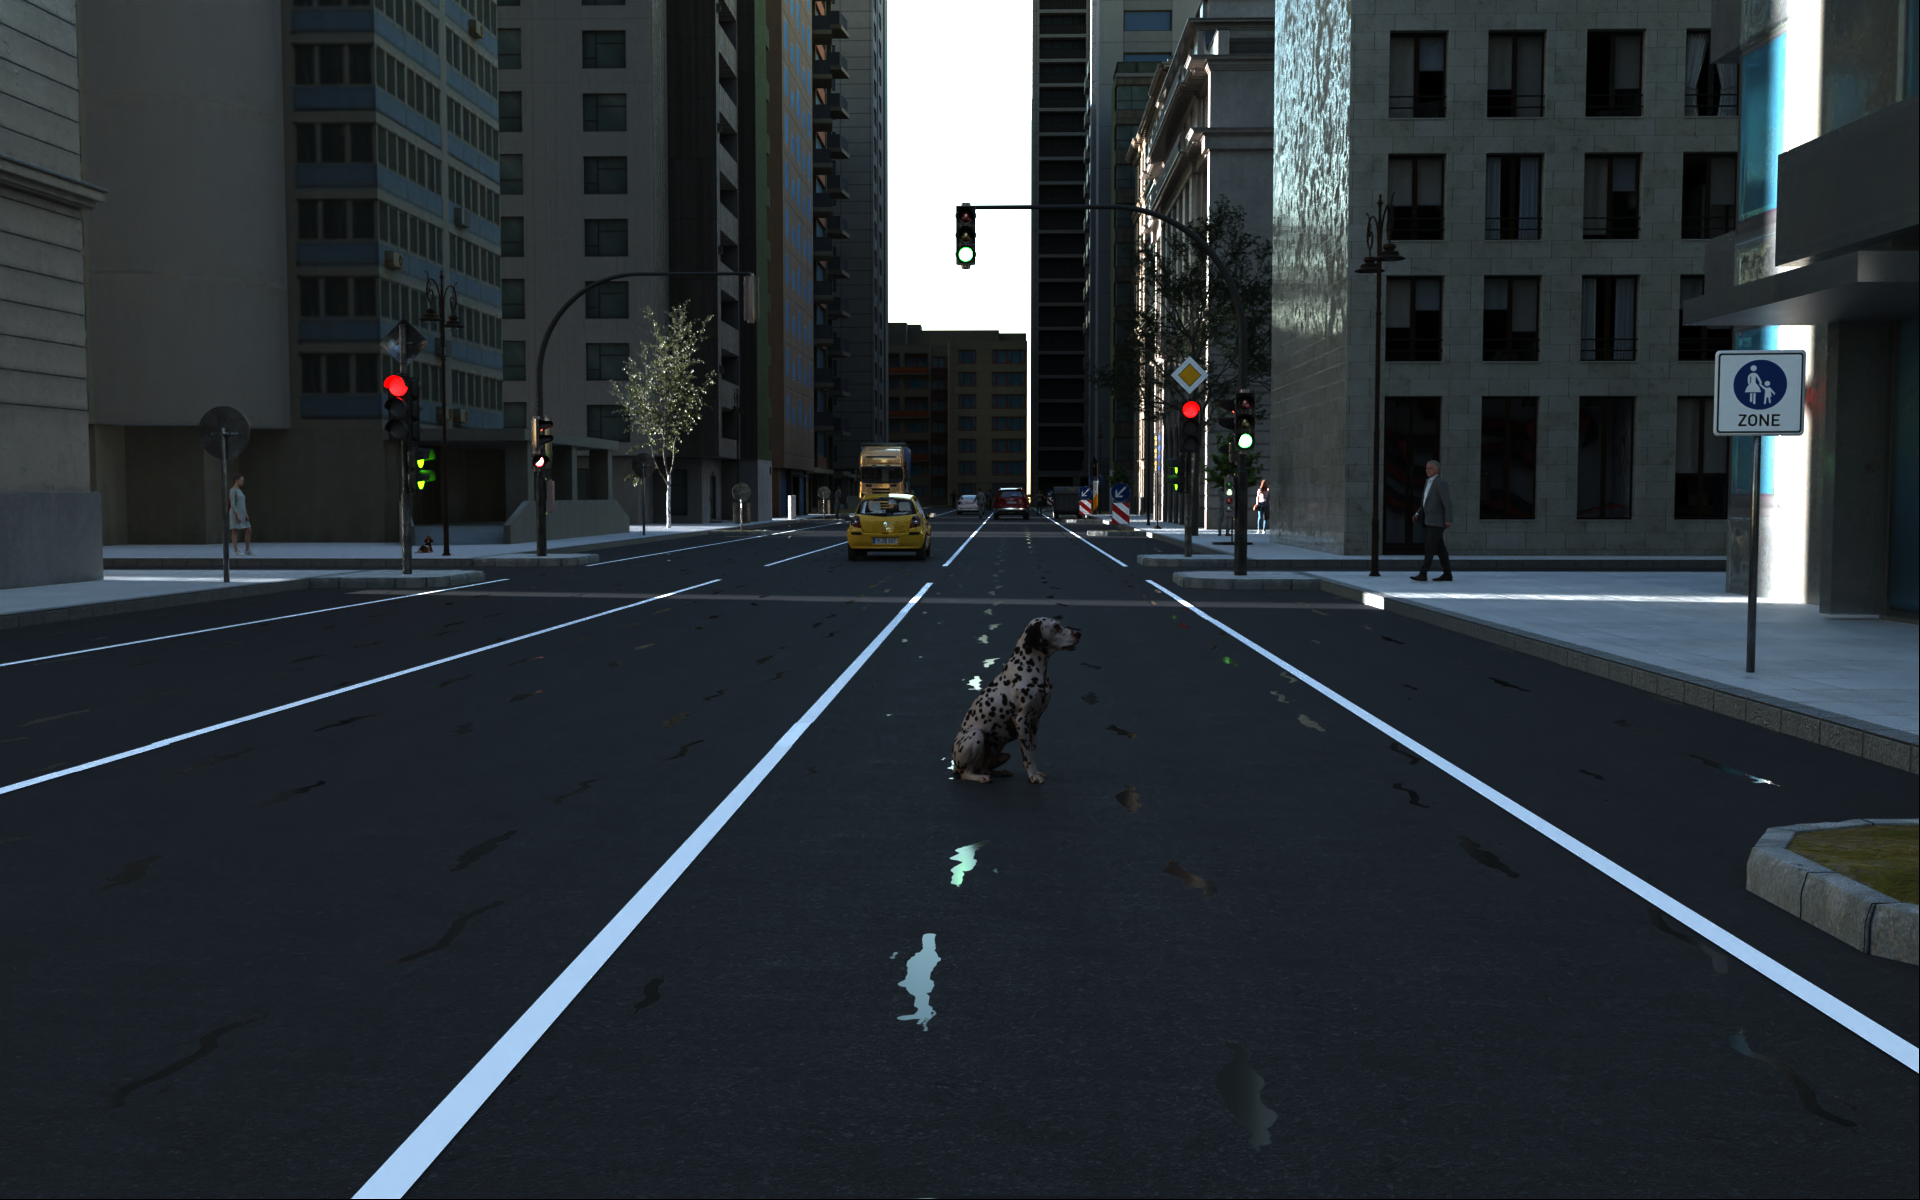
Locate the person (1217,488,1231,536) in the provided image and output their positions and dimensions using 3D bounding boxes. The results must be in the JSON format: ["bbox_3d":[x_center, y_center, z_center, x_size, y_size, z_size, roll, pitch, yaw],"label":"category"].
[{"bbox_3d":[8.166,-2.872,53.183,0.511,1.800,0.466,1,4,19],"label":"person"}]

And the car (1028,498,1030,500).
[{"bbox_3d":[5.115,-8.599,152.399,2.131,1.459,4.920,0,4,1],"label":"car"}]

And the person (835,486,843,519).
[{"bbox_3d":[-6.537,-5.212,93.519,0.447,1.846,0.655,-1,4,-13],"label":"person"}]

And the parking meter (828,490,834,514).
[{"bbox_3d":[-8.119,-6.168,109.259,0.372,1.533,0.369,0,3,0],"label":"parking meter"}]

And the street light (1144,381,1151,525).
[{"bbox_3d":[7.738,-6.005,70.965,0.468,5.910,1.993,0,4,2],"label":"street light"}]

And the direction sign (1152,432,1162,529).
[{"bbox_3d":[7.279,-4.395,63.858,0.379,3.537,0.876,-1,4,-9],"label":"direction sign"}]

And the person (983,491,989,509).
[{"bbox_3d":[2.386,-9.371,162.272,0.990,1.755,0.434,2,4,34],"label":"person"}]

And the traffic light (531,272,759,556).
[{"bbox_3d":[-6.522,-3.728,35.616,4.771,5.953,1.251,0,4,2],"label":"traffic light"}]

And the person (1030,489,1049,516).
[{"bbox_3d":[5.201,-6.378,113.497,1.217,1.735,0.721,0,4,3],"label":"person"}]

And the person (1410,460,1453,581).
[{"bbox_3d":[6.889,-1.158,25.381,0.834,1.777,0.661,-1,4,-21],"label":"person"}]

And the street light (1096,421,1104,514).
[{"bbox_3d":[8.895,-8.383,109.851,0.468,5.910,1.993,0,4,2],"label":"street light"}]

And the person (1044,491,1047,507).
[{"bbox_3d":[9.004,-10.563,181.924,1.217,1.735,0.721,0,4,0],"label":"person"}]

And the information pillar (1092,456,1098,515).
[{"bbox_3d":[8.360,-7.068,106.920,0.183,3.616,0.504,-2,4,-25],"label":"information pillar"}]

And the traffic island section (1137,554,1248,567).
[{"bbox_3d":[4.681,-0.802,35.387,2.009,0.180,2.903,0,4,2],"label":"traffic island section"}]

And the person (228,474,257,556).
[{"bbox_3d":[-14.937,-1.763,35.865,0.522,1.701,0.512,0,4,3],"label":"person"}]

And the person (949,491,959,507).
[{"bbox_3d":[-0.640,-10.896,186.667,1.348,1.821,0.705,3,4,38],"label":"person"}]

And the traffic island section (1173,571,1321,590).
[{"bbox_3d":[4.450,-0.313,27.406,2.009,0.180,2.903,0,4,2],"label":"traffic island section"}]

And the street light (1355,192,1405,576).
[{"bbox_3d":[6.477,-3.308,26.869,0.468,5.910,1.993,0,4,2],"label":"street light"}]

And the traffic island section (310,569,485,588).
[{"bbox_3d":[-8.886,-0.337,27.795,2.009,0.180,2.903,0,4,2],"label":"traffic island section"}]

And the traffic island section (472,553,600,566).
[{"bbox_3d":[-8.655,-0.825,35.777,2.009,0.180,2.903,0,4,2],"label":"traffic island section"}]

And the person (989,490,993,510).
[{"bbox_3d":[2.725,-8.877,153.619,0.705,1.826,1.348,-1,4,-10],"label":"person"}]

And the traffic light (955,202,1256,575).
[{"bbox_3d":[2.316,-3.214,27.212,4.771,5.953,1.251,0,4,2],"label":"traffic light"}]

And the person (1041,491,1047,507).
[{"bbox_3d":[8.493,-10.322,177.785,1.217,1.766,0.721,2,4,31],"label":"person"}]

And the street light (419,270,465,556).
[{"bbox_3d":[-10.709,-3.863,35.945,0.468,5.910,1.993,0,4,2],"label":"street light"}]

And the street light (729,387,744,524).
[{"bbox_3d":[-9.620,-6.250,74.968,0.468,5.910,1.993,0,4,2],"label":"street light"}]

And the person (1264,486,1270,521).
[{"bbox_3d":[9.501,-2.809,52.089,0.709,1.813,0.853,1,4,10],"label":"person"}]

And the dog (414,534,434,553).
[{"bbox_3d":[-11.770,-1.235,37.934,0.550,0.427,0.748,3,5,40],"label":"dog"}]

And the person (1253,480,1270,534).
[{"bbox_3d":[9.854,-3.042,56.366,0.593,1.750,0.643,1,4,17],"label":"person"}]

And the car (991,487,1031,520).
[{"bbox_3d":[2.928,-5.532,99.129,2.281,1.827,5.304,0,4,1],"label":"car"}]

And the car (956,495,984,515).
[{"bbox_3d":[0.754,-6.706,122.002,2.083,1.381,4.827,0,4,2],"label":"car"}]

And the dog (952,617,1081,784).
[{"bbox_3d":[0.181,0.491,8.817,0.513,0.831,0.800,-2,4,-32],"label":"dog"}]

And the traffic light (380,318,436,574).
[{"bbox_3d":[-8.846,-2.369,27.659,0.839,4.253,0.868,0,4,2],"label":"traffic light"}]

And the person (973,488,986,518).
[{"bbox_3d":[1.204,-5.793,103.489,0.678,1.792,0.850,-1,4,-19],"label":"person"}]

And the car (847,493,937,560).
[{"bbox_3d":[-1.548,-1.749,38.819,2.015,1.641,3.980,0,4,1],"label":"car"}]

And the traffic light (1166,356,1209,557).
[{"bbox_3d":[4.641,-2.835,35.275,0.839,4.253,0.868,0,4,2],"label":"traffic light"}]
